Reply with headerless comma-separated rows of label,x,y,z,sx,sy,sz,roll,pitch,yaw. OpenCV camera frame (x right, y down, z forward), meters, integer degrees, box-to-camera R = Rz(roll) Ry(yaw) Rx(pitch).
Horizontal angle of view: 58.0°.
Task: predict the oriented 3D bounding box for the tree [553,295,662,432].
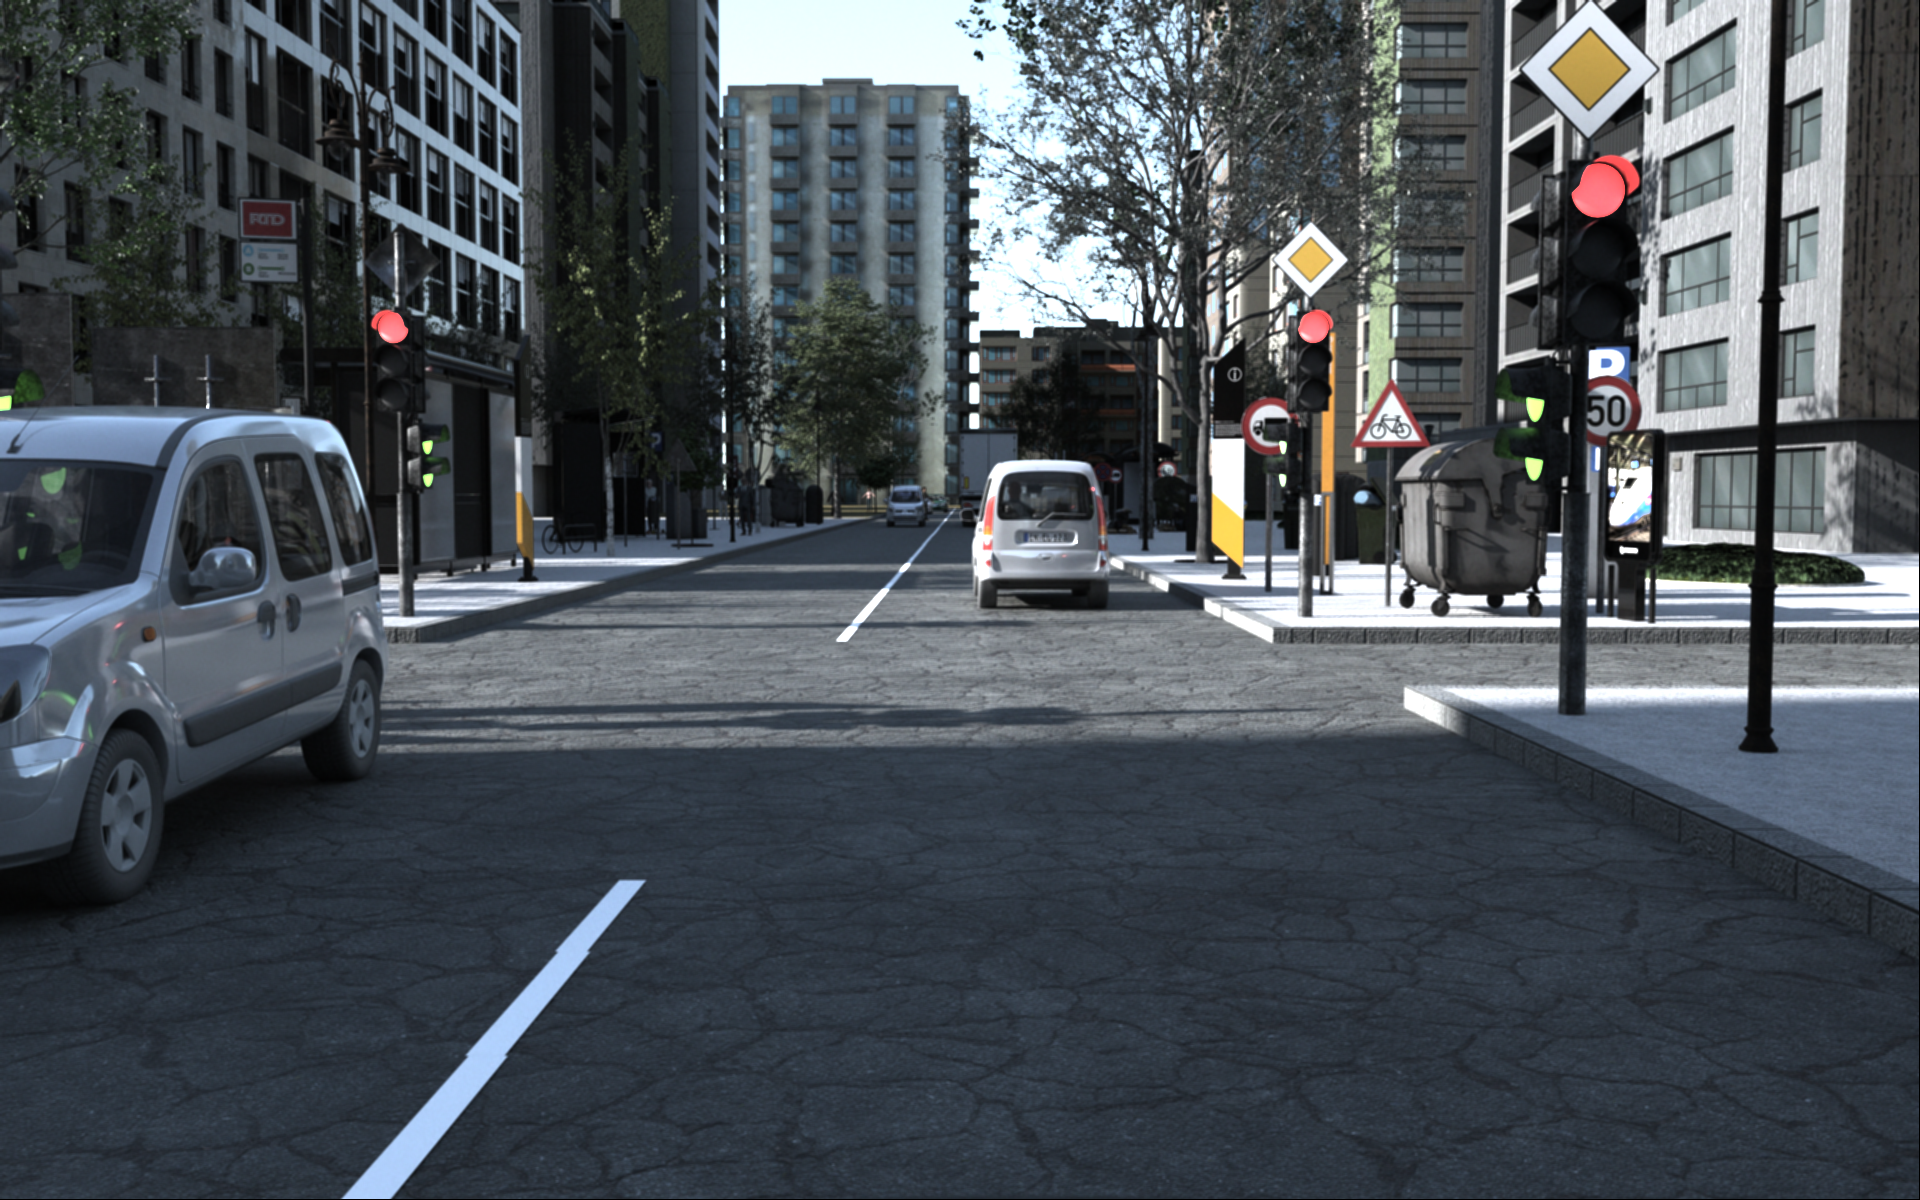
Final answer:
tree,-13.970,-6.887,62.960,4.360,8.622,3.978,0,3,0

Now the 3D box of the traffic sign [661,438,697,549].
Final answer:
traffic sign,-6.532,-2.456,40.166,0.884,2.594,0.081,0,4,3

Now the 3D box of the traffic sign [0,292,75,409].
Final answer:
traffic sign,-10.095,-1.452,17.612,2.265,3.308,0.079,0,4,4

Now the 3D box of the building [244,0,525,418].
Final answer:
building,-30.559,-15.990,65.946,19.350,26.468,34.151,0,4,0

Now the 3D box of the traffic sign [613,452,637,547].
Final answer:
traffic sign,-8.137,-2.445,42.108,0.606,2.300,0.079,0,4,8

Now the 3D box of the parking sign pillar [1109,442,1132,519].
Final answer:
parking sign pillar,8.197,-6.163,89.233,1.447,3.967,1.447,0,4,-7

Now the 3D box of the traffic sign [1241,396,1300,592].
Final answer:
traffic sign,4.051,-1.381,22.678,0.768,2.556,0.104,0,4,3

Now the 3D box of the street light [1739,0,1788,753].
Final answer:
street light,3.994,-2.183,8.485,0.468,5.910,1.993,0,4,0

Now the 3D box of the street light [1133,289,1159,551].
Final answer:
street light,4.208,-4.059,39.157,0.468,5.910,1.993,0,4,0

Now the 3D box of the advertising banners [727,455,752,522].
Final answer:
advertising banners,-9.519,-5.015,78.184,2.074,3.025,0.090,-2,4,-24

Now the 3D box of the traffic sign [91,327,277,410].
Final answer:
traffic sign,-9.448,-1.667,21.122,2.265,3.308,0.079,0,4,2

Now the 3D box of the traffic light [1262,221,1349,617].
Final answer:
traffic light,3.589,-1.778,17.984,0.839,4.253,0.868,0,4,0

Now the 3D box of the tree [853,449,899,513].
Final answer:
tree,-5.735,-8.281,119.106,4.285,4.588,4.351,0,3,0

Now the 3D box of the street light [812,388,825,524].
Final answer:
street light,-5.967,-6.125,72.939,0.468,5.910,1.993,0,4,0

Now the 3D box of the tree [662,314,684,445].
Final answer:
tree,-10.451,-7.246,68.837,4.360,8.622,3.978,0,3,0

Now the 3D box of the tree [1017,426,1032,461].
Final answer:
tree,4.783,-12.792,159.509,4.737,8.622,4.395,0,3,0

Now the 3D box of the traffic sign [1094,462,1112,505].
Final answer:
traffic sign,5.749,-4.258,69.723,0.768,2.556,0.104,0,4,3

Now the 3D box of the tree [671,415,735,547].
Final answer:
tree,-6.596,-2.915,42.256,1.663,3.219,1.824,0,3,0

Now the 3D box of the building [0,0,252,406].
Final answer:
building,-25.148,-11.336,40.098,10.420,20.320,16.860,0,4,0

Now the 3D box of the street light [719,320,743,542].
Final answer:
street light,-6.076,-4.486,46.129,0.468,5.910,1.993,0,4,0

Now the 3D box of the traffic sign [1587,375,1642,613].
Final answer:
traffic sign,6.904,-1.132,18.611,0.768,2.556,0.104,0,4,1

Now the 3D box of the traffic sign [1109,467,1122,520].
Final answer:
traffic sign,7.404,-5.040,82.516,0.768,2.556,0.104,0,4,4

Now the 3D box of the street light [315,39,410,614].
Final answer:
street light,-6.240,-2.781,18.255,0.468,5.910,1.993,0,4,0

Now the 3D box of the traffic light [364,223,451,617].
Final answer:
traffic light,-5.772,-1.779,18.009,0.839,4.253,0.868,0,4,0

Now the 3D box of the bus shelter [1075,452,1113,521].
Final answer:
bus shelter,6.621,-5.592,85.360,2.014,3.302,5.546,0,4,0

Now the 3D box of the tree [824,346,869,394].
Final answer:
tree,-7.341,-19.107,168.280,12.611,20.169,13.585,0,3,0

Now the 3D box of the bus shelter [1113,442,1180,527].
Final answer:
bus shelter,7.542,-4.646,69.880,2.014,3.302,5.546,0,4,0

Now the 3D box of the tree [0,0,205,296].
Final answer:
tree,-15.953,-6.164,26.534,9.928,11.665,9.643,0,3,0

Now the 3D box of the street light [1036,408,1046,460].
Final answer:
street light,4.347,-7.339,92.777,0.468,5.910,1.993,0,4,0

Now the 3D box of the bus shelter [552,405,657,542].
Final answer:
bus shelter,-9.961,-3.528,48.960,1.731,3.624,6.357,0,3,0

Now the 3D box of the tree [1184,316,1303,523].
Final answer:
tree,11.616,-7.453,72.215,4.360,8.622,3.978,0,3,0

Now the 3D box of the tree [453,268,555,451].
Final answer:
tree,-16.170,-6.531,57.150,4.360,8.622,3.978,0,3,0

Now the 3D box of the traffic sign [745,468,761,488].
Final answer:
traffic sign,-9.833,-5.017,82.133,0.768,2.556,0.104,0,4,2

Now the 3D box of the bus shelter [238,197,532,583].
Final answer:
bus shelter,-8.658,-2.971,26.215,2.179,5.291,8.768,0,4,0

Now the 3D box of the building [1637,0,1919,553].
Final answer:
building,25.362,-16.399,39.821,14.107,30.474,14.160,0,4,0

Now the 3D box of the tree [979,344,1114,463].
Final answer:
tree,5.898,-10.607,107.836,7.601,10.594,8.767,1,4,20

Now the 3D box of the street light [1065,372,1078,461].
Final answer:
street light,4.226,-5.699,65.967,0.468,5.910,1.993,0,4,0

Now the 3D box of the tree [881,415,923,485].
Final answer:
tree,-5.509,-12.637,156.978,4.737,8.622,4.395,0,3,0

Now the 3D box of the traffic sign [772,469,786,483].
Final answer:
traffic sign,-8.528,-5.024,82.140,0.884,2.594,0.081,1,4,9

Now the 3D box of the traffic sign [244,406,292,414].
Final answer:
traffic sign,-8.051,-1.105,20.195,0.606,2.300,0.079,1,4,9

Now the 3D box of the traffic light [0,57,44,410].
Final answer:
traffic light,-5.808,-1.291,10.024,0.839,4.253,0.868,0,4,0

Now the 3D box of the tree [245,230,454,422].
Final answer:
tree,-17.089,-5.961,47.818,4.360,8.622,3.978,0,3,0

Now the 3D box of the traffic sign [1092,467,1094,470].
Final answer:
traffic sign,6.146,-4.975,81.439,0.768,2.556,0.104,0,4,8

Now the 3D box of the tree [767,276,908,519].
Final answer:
tree,-6.051,-10.544,90.516,7.486,12.596,7.792,0,3,0

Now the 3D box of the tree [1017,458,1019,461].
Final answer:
tree,4.954,-10.375,153.347,4.285,4.588,4.351,0,3,0

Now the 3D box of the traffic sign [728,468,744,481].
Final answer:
traffic sign,-10.658,-5.060,82.457,0.795,2.593,0.064,1,4,8

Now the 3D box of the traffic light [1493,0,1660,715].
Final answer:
traffic light,3.554,-1.289,9.999,0.839,4.253,0.868,0,4,0

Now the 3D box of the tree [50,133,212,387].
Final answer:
tree,-17.028,-5.246,36.132,4.737,8.622,4.395,0,3,0

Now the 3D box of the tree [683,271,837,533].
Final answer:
tree,-6.620,-6.523,57.010,4.360,8.622,3.978,0,3,0

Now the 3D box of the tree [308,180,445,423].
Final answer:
tree,-14.748,-5.589,41.736,4.737,8.622,4.395,0,3,0

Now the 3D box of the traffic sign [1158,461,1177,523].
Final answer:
traffic sign,8.022,-4.093,67.029,0.768,2.556,0.104,0,4,3

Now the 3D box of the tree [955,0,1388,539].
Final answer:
tree,6.808,-11.835,49.391,12.611,20.169,13.585,0,3,0

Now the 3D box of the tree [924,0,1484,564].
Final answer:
tree,4.443,-7.438,31.981,12.009,13.543,11.850,0,3,0

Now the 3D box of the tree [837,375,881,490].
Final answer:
tree,-6.904,-9.115,99.392,4.360,8.622,3.978,0,3,0

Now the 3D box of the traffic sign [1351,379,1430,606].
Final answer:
traffic sign,4.886,-1.205,19.710,0.884,2.594,0.081,0,4,6

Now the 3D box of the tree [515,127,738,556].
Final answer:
tree,-7.009,-5.207,35.496,4.737,8.622,4.395,0,3,0
